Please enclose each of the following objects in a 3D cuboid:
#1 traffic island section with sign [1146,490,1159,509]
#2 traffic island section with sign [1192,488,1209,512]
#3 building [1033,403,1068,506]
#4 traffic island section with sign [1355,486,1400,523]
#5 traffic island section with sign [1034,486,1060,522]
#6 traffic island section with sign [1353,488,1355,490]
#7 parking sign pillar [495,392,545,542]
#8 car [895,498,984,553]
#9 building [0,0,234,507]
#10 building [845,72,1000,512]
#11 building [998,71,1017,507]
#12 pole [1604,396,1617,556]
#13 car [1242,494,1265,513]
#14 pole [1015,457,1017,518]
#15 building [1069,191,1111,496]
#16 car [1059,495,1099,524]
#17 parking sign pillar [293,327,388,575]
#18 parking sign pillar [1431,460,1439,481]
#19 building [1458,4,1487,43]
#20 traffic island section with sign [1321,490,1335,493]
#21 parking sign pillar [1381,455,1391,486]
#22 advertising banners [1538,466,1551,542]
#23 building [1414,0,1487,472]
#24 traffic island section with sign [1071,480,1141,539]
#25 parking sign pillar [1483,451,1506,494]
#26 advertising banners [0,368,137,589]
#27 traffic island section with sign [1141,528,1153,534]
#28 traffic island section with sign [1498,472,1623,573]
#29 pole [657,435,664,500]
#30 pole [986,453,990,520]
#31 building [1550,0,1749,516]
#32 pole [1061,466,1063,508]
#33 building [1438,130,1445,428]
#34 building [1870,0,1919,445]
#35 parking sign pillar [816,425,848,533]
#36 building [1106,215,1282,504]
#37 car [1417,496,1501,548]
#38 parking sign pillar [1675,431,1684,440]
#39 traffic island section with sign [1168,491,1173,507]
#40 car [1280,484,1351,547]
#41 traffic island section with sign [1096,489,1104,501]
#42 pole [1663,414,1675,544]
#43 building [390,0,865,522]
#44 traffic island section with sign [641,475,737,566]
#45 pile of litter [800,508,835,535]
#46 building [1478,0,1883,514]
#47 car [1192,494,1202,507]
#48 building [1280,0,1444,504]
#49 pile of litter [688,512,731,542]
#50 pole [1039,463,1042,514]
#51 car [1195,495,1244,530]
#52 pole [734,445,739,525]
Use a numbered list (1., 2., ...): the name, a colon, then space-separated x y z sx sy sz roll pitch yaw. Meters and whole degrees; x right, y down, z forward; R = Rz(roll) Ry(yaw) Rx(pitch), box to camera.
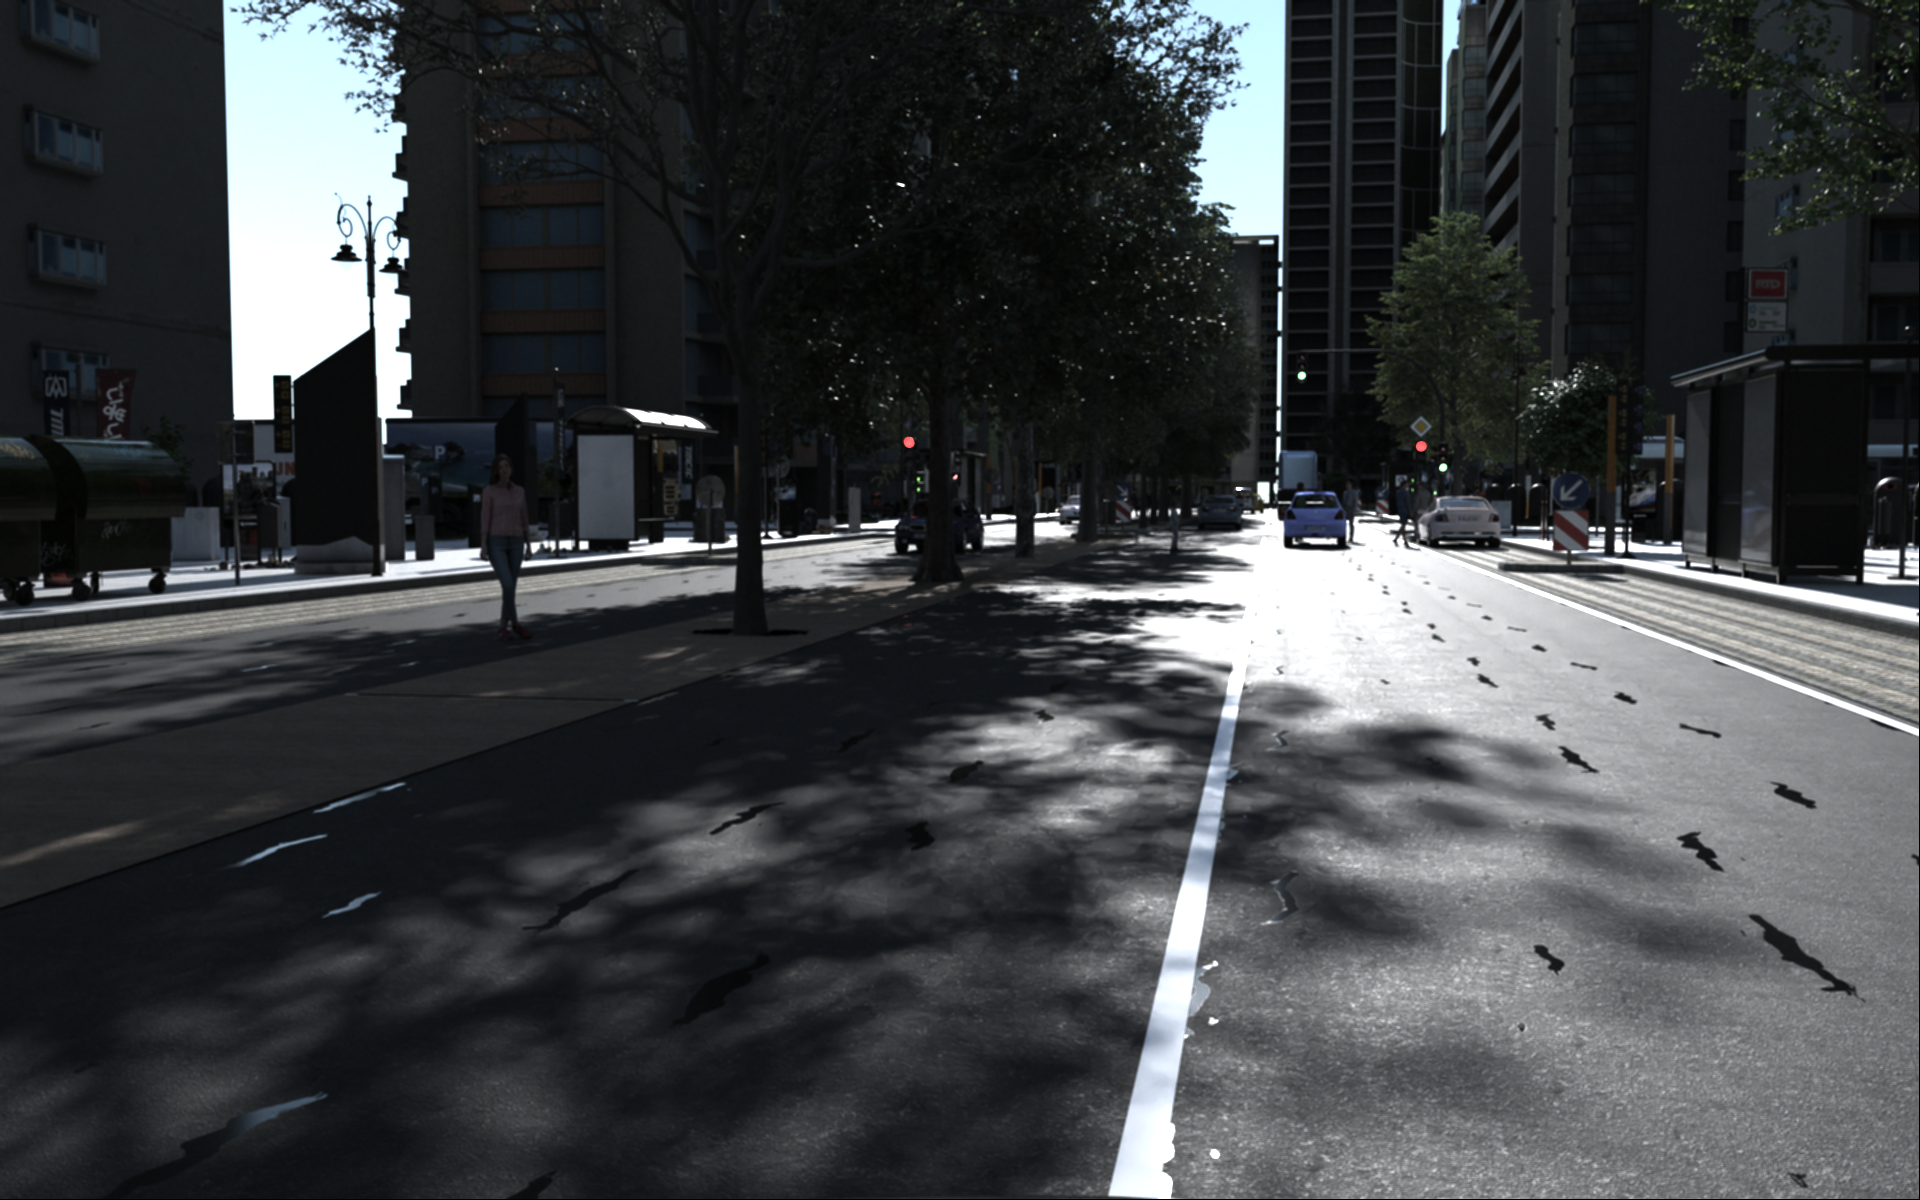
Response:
1. traffic island section with sign: 18.351 -9.617 165.870 1.989 1.847 2.006 1 4 10
2. traffic island section with sign: 19.413 -7.921 137.646 2.006 1.907 1.989 1 4 10
3. building: -1.079 -37.073 195.375 27.495 52.752 28.713 1 4 10
4. traffic island section with sign: 20.895 -4.756 86.388 1.989 1.847 2.006 1 4 10
5. traffic island section with sign: 4.583 -4.965 89.805 1.989 1.847 2.006 1 4 10
6. traffic island section with sign: 25.705 -6.378 112.912 1.989 1.847 2.006 1 4 10
7. parking sign pillar: -11.861 -3.537 46.296 1.447 3.967 1.447 3 5 40
8. car: -0.499 -1.880 43.326 1.945 1.354 3.894 1 4 10
9. building: -34.565 -25.672 43.441 21.600 48.544 21.300 1 4 10
10. building: -5.092 -27.025 125.449 14.154 41.232 14.086 1 4 10
11. building: -5.466 -51.598 156.291 22.319 86.520 31.000 1 4 10
12. pole: 13.544 -2.579 36.014 0.158 3.312 0.155 0 3 0
13. car: 21.978 -7.347 130.348 2.015 1.641 3.980 1 4 9
14. pole: 3.005 -5.955 91.210 0.158 3.312 0.155 0 3 0
15. building: 9.585 -37.833 242.276 21.600 48.544 21.300 1 4 10
16. car: 5.884 -4.338 83.283 2.083 1.381 4.827 1 4 10
17. parking sign pillar: -10.083 -2.425 28.113 1.447 3.967 1.447 0 4 -3
18. parking sign pillar: 26.607 -6.617 96.666 1.447 3.967 1.447 2 4 25
19. building: 49.316 -28.396 147.865 14.154 41.232 14.086 1 4 10
20. traffic island section with sign: 34.650 -9.398 162.290 1.989 1.847 2.006 1 4 10
21. parking sign pillar: 29.204 -7.925 118.038 1.447 3.967 1.447 -1 4 -15
22. advertising banners: 15.968 -3.130 47.371 0.090 3.025 2.074 1 4 11
23. building: 61.098 -53.177 182.118 22.319 86.520 31.000 1 4 10
24. traffic island section with sign: 4.713 -2.953 56.415 2.006 1.907 1.989 1 4 10
25. parking sign pillar: 32.652 -7.178 105.837 1.447 3.967 1.447 -1 4 -15
26. advertising banners: -12.396 -1.688 23.787 2.074 3.025 0.090 -3 4 -36
27. traffic island section with sign: 6.041 -3.399 63.702 2.006 1.907 1.989 1 4 10
28. traffic island section with sign: 11.092 -1.438 32.143 1.989 1.847 2.006 1 4 10
29. pole: -10.179 -3.974 58.817 0.158 3.312 0.155 0 3 0
30. pole: 1.405 -5.658 86.357 0.158 3.312 0.155 0 3 0
31. building: 39.386 -19.721 94.140 14.160 30.474 14.107 1 4 10
32. pole: 7.328 -7.993 124.525 0.158 3.312 0.155 0 3 0
33. building: 78.896 -39.418 233.718 27.495 52.752 28.713 1 4 10
34. building: 46.222 -27.557 74.262 21.600 48.544 21.300 1 4 10
35. parking sign pillar: -4.441 -4.233 57.688 1.447 3.967 1.447 0 4 5
36. building: 33.149 -33.814 244.733 23.993 40.220 32.217 1 4 10
37. car: 13.630 -2.144 47.410 2.083 1.381 4.827 1 4 9
38. parking sign pillar: 28.738 -4.982 69.928 1.447 3.967 1.447 2 4 29
39. traffic island section with sign: 23.225 -11.265 192.818 1.989 1.847 2.006 1 4 10
40. car: 9.874 -2.357 48.131 1.945 1.707 3.694 1 4 12
41. traffic island section with sign: 9.384 -6.587 116.331 1.989 1.847 2.006 1 4 10
42. pole: 18.184 -3.093 44.409 0.158 3.312 0.155 0 3 0
43. building: -17.637 -26.830 93.296 22.147 44.769 28.867 1 4 10
44. traffic island section with sign: -5.249 -1.640 35.440 1.989 1.847 2.006 1 4 10
45. pile of litter: -4.479 -2.495 54.761 1.176 0.858 1.719 2 4 35
46. building: 48.845 -30.414 120.977 21.300 48.544 21.600 1 4 10
47. car: 24.359 -10.318 178.483 2.009 1.686 4.222 1 4 9
48. building: 53.951 -48.639 233.507 20.611 71.187 20.563 1 4 10
49. pile of litter: -6.748 -1.994 46.568 1.176 0.858 1.719 0 4 -4
50. pole: 5.186 -7.235 112.135 0.158 3.312 0.155 0 3 0
51. car: 10.664 -3.615 71.111 2.014 1.417 4.499 1 4 9
52. pole: -9.363 -4.827 72.758 0.158 3.312 0.155 0 3 0
